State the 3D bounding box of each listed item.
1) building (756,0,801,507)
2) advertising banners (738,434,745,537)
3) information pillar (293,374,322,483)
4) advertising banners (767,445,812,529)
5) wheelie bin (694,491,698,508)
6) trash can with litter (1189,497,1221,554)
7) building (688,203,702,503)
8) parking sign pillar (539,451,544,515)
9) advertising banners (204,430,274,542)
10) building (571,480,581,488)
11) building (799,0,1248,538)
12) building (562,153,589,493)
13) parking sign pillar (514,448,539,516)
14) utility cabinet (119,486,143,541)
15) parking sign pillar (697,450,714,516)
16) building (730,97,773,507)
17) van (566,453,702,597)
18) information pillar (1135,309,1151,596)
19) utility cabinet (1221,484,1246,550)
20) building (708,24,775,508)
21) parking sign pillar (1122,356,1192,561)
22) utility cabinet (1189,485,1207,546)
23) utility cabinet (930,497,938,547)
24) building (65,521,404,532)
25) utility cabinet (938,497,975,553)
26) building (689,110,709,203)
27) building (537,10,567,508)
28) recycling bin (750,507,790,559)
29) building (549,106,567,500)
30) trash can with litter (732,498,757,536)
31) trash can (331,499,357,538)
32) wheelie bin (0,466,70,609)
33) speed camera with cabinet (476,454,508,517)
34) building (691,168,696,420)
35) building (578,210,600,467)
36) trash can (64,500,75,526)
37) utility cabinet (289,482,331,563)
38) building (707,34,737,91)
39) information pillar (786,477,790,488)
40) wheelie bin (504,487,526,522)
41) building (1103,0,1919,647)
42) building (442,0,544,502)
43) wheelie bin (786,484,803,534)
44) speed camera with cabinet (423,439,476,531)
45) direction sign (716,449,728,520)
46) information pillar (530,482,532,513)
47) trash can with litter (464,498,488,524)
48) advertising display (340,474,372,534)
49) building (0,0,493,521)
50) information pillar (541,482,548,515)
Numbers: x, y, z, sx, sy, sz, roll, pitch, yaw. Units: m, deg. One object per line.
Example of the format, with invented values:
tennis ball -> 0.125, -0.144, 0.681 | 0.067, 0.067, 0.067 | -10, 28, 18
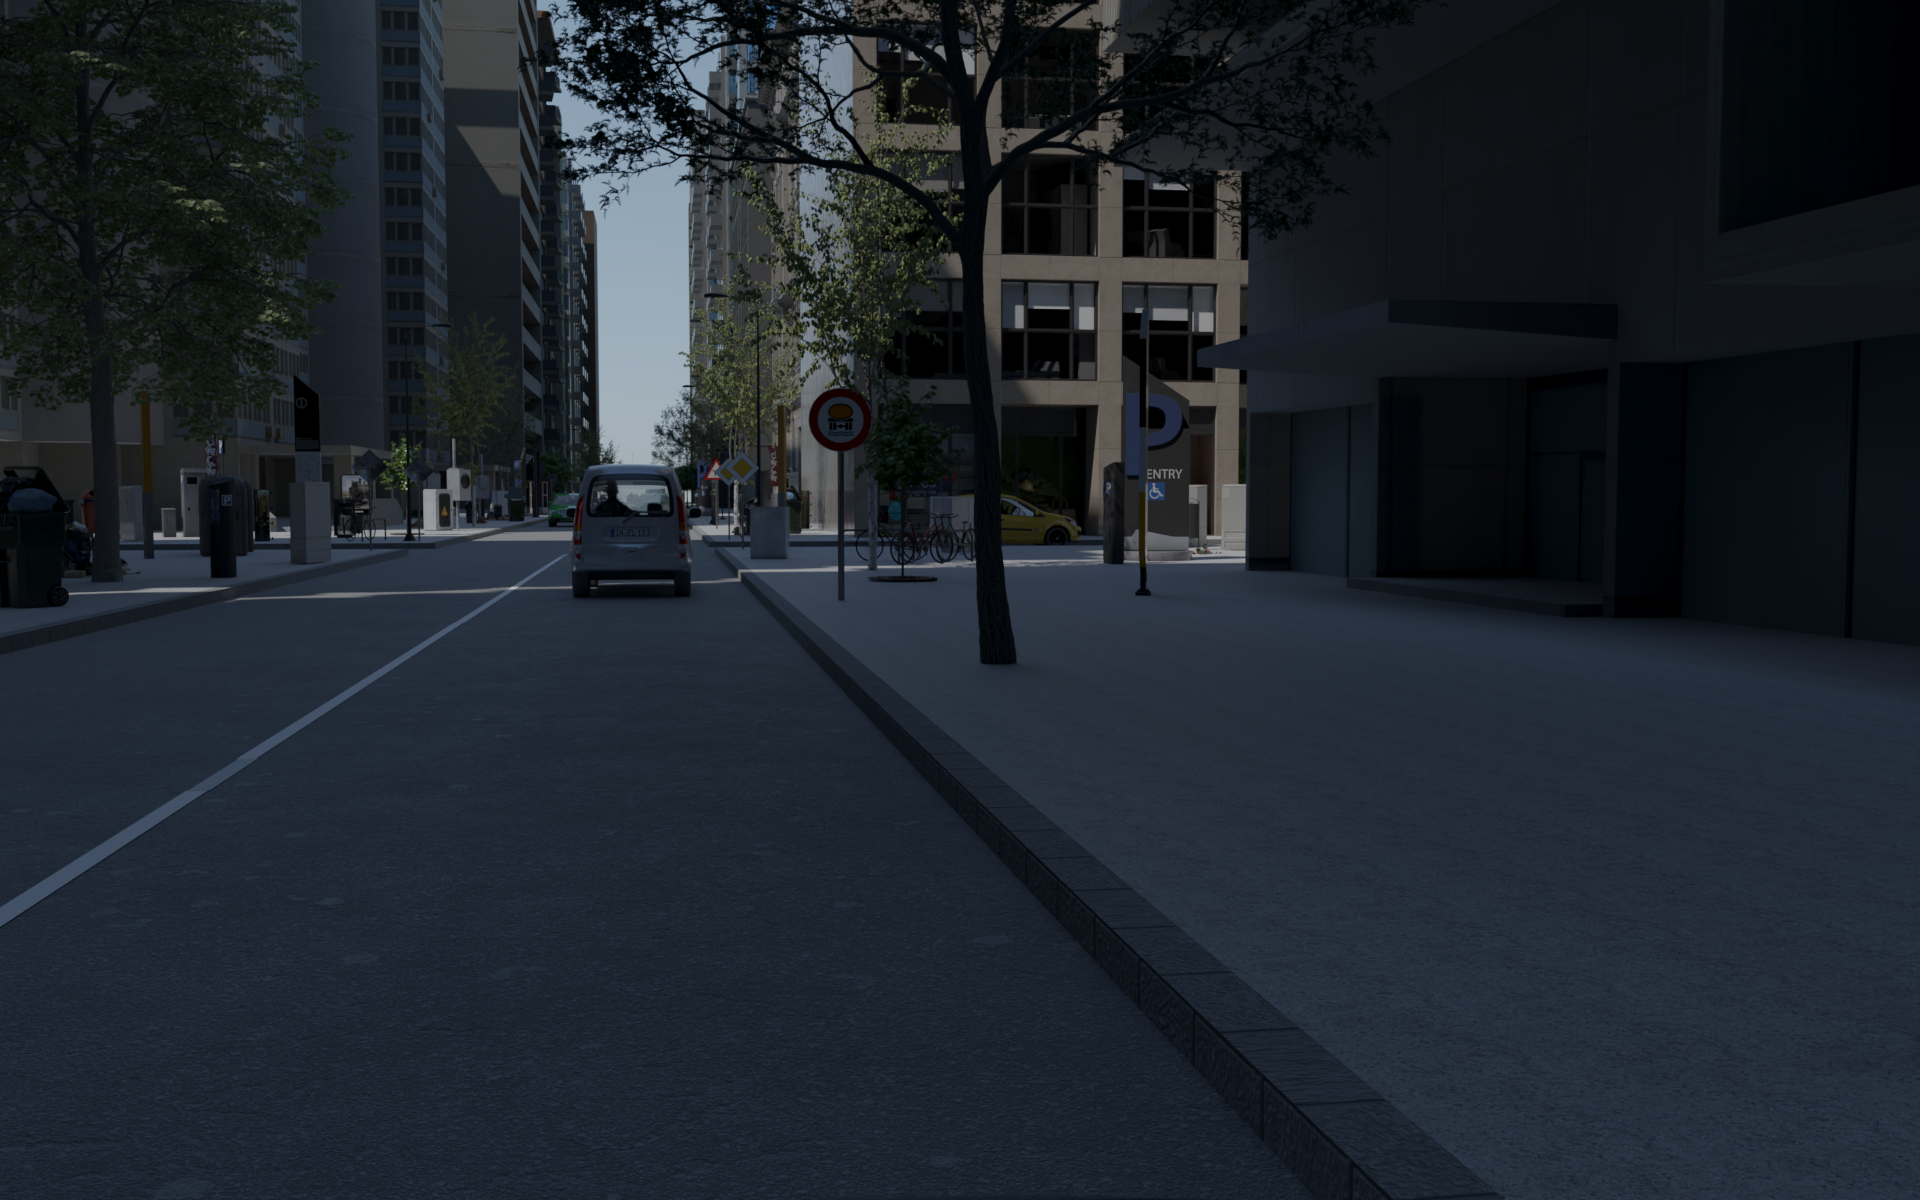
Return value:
building -> -2.776, -18.405, 88.307 | 14.401, 28.519, 23.554 | -1, 4, -10
advertising banners -> -6.440, -3.358, 51.099 | 0.090, 3.025, 2.074 | -1, 4, -11
information pillar -> -12.776, -2.603, 33.918 | 0.504, 3.616, 0.183 | -1, 4, -11
advertising banners -> -6.207, -4.093, 63.103 | 0.090, 3.025, 2.074 | 3, 5, 44
wheelie bin -> -15.455, -5.820, 103.058 | 0.693, 1.594, 0.980 | -1, 4, -13
trash can with litter -> 4.484, -1.597, 37.170 | 2.233, 1.210, 1.678 | 1, 4, 9
building -> -31.354, -34.396, 245.966 | 14.154, 41.232, 14.086 | -1, 4, -10
parking sign pillar -> -26.486, -7.309, 107.966 | 1.447, 3.967, 1.447 | 3, 4, 39
advertising banners -> -19.273, -3.057, 46.168 | 0.090, 3.025, 2.074 | 2, 4, 34
building -> -62.513, -31.886, 213.209 | 32.217, 40.220, 23.993 | -1, 4, -10
building -> 11.995, -15.784, 62.592 | 34.151, 26.468, 19.350 | -1, 4, -10
building -> -63.457, -37.982, 240.620 | 23.786, 49.044, 30.456 | -1, 4, -10
parking sign pillar -> -25.318, -6.808, 99.786 | 1.447, 3.967, 1.447 | 0, 4, -3
utility cabinet -> -22.505, -2.345, 47.021 | 1.173, 1.500, 0.318 | 3, 5, 44
parking sign pillar -> -14.826, -6.891, 101.145 | 1.447, 3.967, 1.447 | -3, 4, -38
building -> -7.171, -19.481, 112.027 | 14.314, 27.812, 24.014 | -1, 4, -10
van -> -4.813, -1.133, 25.537 | 2.013, 2.044, 4.112 | -1, 4, -9
information pillar -> 2.314, -1.863, 21.821 | 0.183, 3.616, 0.504 | 1, 4, 9
utility cabinet -> 6.544, -1.873, 39.300 | 1.173, 1.500, 0.318 | 1, 4, 21
building -> -10.506, -51.218, 150.086 | 22.319, 86.520, 31.000 | -1, 4, -10
parking sign pillar -> 3.797, -2.761, 33.609 | 1.447, 3.967, 1.447 | 0, 4, 6
utility cabinet -> 5.585, -2.065, 42.436 | 0.318, 1.500, 1.173 | -2, 4, -26
utility cabinet -> -0.198, -1.883, 41.941 | 1.020, 1.237, 0.306 | -1, 4, -20
building -> -38.390, -22.697, 62.976 | 32.217, 40.220, 23.993 | -1, 4, -10
utility cabinet -> 0.012, -1.650, 38.147 | 0.306, 1.237, 1.020 | 3, 4, 37
building -> -30.907, -44.339, 266.940 | 21.231, 58.520, 28.212 | -1, 4, -10
building -> -46.936, -30.544, 154.014 | 22.147, 44.769, 28.867 | -1, 4, -10
recycling bin -> -3.783, -1.343, 34.508 | 0.722, 1.027, 0.722 | 0, 4, 0
building -> -47.800, -30.127, 176.164 | 14.154, 41.232, 14.086 | -1, 4, -10
trash can with litter -> -6.638, -2.582, 53.610 | 1.055, 1.170, 0.624 | 2, 4, 35
trash can -> -18.058, -2.395, 50.806 | 0.748, 1.137, 0.748 | 0, 3, 0
wheelie bin -> -10.568, -0.716, 19.617 | 0.980, 1.594, 0.693 | 2, 4, 26
speed camera with cabinet -> -23.271, -5.631, 86.410 | 2.038, 3.252, 0.660 | -3, 5, -41
building -> -23.371, -36.999, 224.548 | 23.786, 49.044, 30.456 | -1, 4, -10
building -> -62.382, -37.556, 264.146 | 14.600, 45.320, 14.200 | -1, 4, -10
trash can -> -23.461, -2.052, 45.197 | 0.748, 1.137, 0.748 | 0, 3, 0
utility cabinet -> -12.035, -1.430, 32.064 | 0.318, 1.500, 1.173 | 0, 4, 1
building -> -15.202, -34.389, 181.862 | 23.786, 49.044, 30.456 | -1, 4, -10
information pillar -> -7.640, -4.344, 75.524 | 0.304, 2.012, 0.304 | 3, 4, 37
wheelie bin -> -21.151, -4.573, 82.675 | 0.980, 1.594, 0.693 | 3, 4, 39
building -> 17.796, -26.185, 17.365 | 28.713, 52.752, 27.495 | -1, 4, -10
building -> -42.778, -30.867, 128.380 | 21.300, 48.544, 21.600 | -1, 4, -10
wheelie bin -> -5.403, -2.913, 55.543 | 0.693, 1.594, 0.980 | -1, 4, -11
speed camera with cabinet -> -18.114, -4.089, 61.195 | 0.660, 3.252, 2.038 | 1, 4, 20
direction sign -> -11.975, -5.826, 87.247 | 0.876, 3.537, 0.379 | 3, 4, 38
information pillar -> -25.288, -5.998, 102.566 | 0.304, 2.012, 0.304 | -2, 4, -25
trash can with litter -> -21.083, -3.925, 75.559 | 1.055, 1.170, 0.624 | 1, 4, 16
advertising display -> -19.594, -3.120, 56.226 | 0.974, 1.923, 0.123 | -2, 4, -31
building -> -44.217, -25.183, 103.617 | 32.217, 40.220, 23.993 | -1, 4, -10
information pillar -> -25.148, -6.137, 104.836 | 0.304, 2.012, 0.304 | -2, 4, -27
